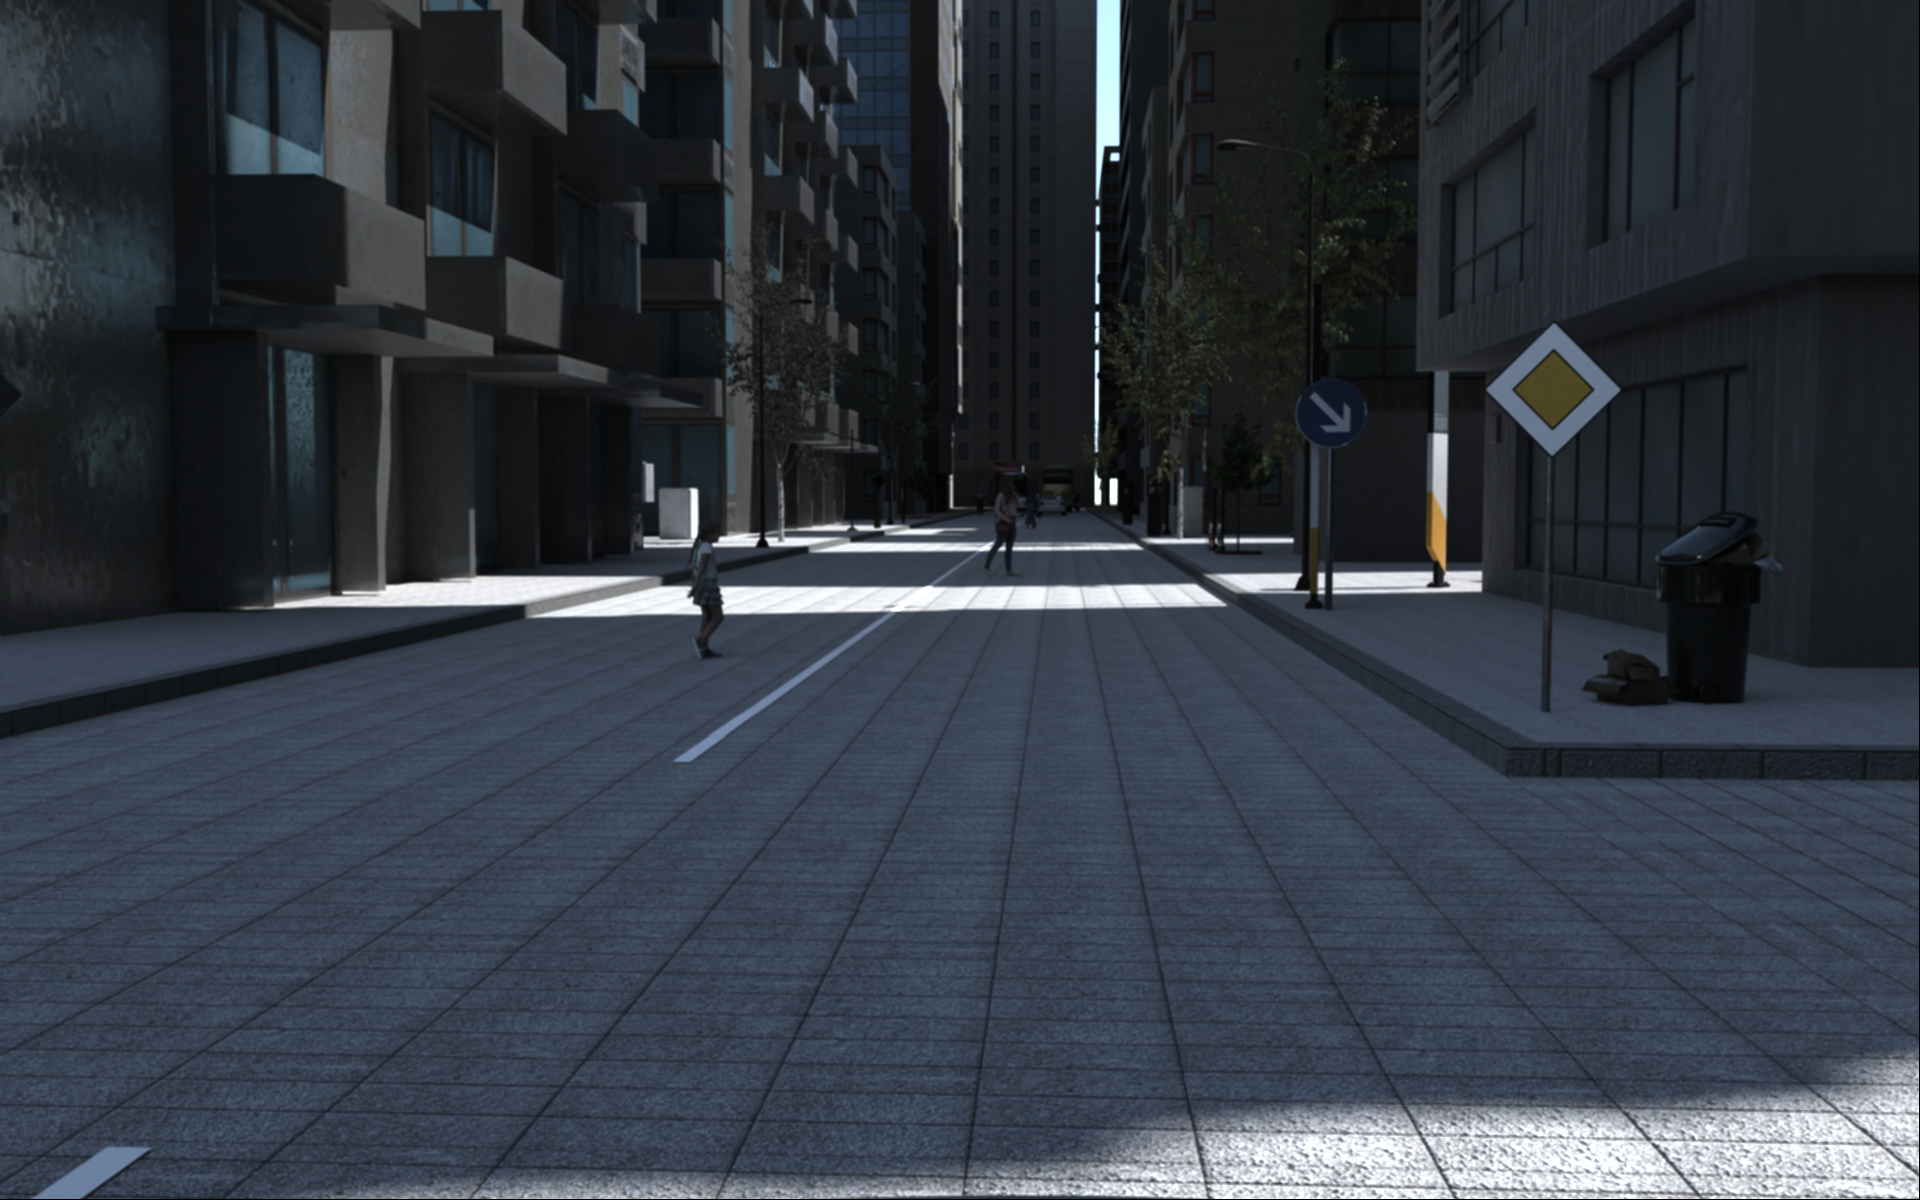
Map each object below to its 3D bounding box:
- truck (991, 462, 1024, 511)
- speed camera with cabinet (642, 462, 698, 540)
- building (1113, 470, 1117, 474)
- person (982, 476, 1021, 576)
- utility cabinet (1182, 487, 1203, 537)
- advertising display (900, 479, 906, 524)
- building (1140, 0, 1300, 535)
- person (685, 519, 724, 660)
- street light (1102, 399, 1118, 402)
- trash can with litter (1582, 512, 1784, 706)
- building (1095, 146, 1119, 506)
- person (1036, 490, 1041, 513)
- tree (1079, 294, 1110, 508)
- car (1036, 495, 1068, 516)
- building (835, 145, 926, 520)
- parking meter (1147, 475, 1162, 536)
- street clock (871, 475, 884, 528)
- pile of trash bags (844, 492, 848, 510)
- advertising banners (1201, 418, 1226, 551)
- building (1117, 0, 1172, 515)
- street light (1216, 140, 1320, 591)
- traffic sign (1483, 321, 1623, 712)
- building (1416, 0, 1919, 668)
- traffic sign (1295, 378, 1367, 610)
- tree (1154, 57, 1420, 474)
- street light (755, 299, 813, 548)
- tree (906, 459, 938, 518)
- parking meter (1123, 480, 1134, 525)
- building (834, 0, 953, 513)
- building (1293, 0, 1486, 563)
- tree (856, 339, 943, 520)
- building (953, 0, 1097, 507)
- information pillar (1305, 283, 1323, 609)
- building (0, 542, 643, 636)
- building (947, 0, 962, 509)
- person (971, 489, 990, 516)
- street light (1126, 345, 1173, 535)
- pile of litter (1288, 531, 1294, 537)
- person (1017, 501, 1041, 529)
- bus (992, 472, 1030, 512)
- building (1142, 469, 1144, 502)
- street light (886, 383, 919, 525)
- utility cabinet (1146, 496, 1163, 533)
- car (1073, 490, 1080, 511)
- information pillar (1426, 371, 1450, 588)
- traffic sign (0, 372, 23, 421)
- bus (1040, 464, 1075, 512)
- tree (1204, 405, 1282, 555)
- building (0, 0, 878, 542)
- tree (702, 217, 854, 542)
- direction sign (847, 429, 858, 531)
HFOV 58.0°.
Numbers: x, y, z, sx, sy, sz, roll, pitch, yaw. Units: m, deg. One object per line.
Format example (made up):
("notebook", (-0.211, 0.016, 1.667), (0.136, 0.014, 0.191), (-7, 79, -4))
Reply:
("truck", (4.341, -10.126, 154.471), (2.839, 4.237, 11.283), (0, 4, 3))
("speed camera with cabinet", (-8.486, -3.357, 49.228), (2.038, 3.252, 0.660), (1, 4, 16))
("building", (24.895, -32.005, 142.896), (23.786, 49.044, 30.456), (0, 4, 3))
("person", (0.729, -1.301, 30.357), (0.643, 1.750, 0.593), (2, 4, 26))
("utility cabinet", (6.851, -2.618, 51.487), (0.318, 1.500, 1.173), (2, 4, 30))
("advertising display", (-2.463, -4.269, 75.017), (0.123, 1.923, 0.974), (-1, 4, -8))
("building", (21.621, -13.604, 67.463), (27.650, 21.520, 28.899), (0, 4, 3))
("person", (-2.279, -0.100, 15.151), (0.382, 1.210, 0.505), (-2, 4, -29))
("street light", (7.631, -6.874, 84.924), (1.470, 5.913, 1.316), (0, 4, 3))
("trash can with litter", (4.432, 0.046, 10.640), (1.055, 1.170, 0.624), (-1, 4, -18))
("building", (26.477, -30.076, 183.623), (23.993, 40.220, 32.217), (0, 4, 3))
("person", (5.551, -6.877, 121.875), (0.436, 1.711, 0.756), (0, 4, 2))
("tree", (6.036, -6.045, 49.205), (4.737, 8.622, 4.395), (0, 3, 0))
("car", (6.135, -6.300, 115.367), (2.083, 1.381, 4.827), (0, 4, 3))
("building", (-16.880, -15.666, 101.182), (27.650, 21.520, 28.899), (0, 4, 3))
("parking meter", (5.918, -2.870, 52.637), (0.399, 1.863, 0.255), (3, 5, 43))
("street clock", (-3.115, -3.713, 65.269), (0.471, 2.002, 0.358), (-3, 4, -37))
("pile of trash bags", (-7.169, -4.596, 84.897), (3.447, 1.369, 1.912), (1, 4, 11))
("advertising banners", (5.728, -2.635, 39.269), (0.090, 3.025, 2.074), (0, 4, -6))
("building", (21.779, -30.174, 117.050), (21.300, 48.544, 21.600), (0, 4, 3))
("street light", (4.062, -3.079, 22.878), (1.470, 5.913, 1.316), (0, 4, 3))
("traffic sign", (3.449, -0.398, 10.146), (0.795, 2.450, 0.064), (0, 4, 3))
("building", (12.425, -20.230, 14.358), (14.086, 41.232, 14.154), (0, 4, 3))
("traffic sign", (4.087, -1.164, 19.130), (0.768, 2.556, 0.104), (1, 4, 13))
("tree", (5.669, -4.811, 29.024), (4.737, 8.622, 4.395), (0, 3, 0))
("street light", (-4.201, -4.209, 41.355), (1.470, 5.913, 1.316), (0, 4, 3))
("tree", (-2.251, -6.082, 94.048), (1.663, 3.219, 1.824), (0, 3, 0))
("parking meter", (7.027, -4.080, 72.417), (0.399, 1.863, 0.255), (2, 4, 32))
("building", (-7.883, -28.840, 121.640), (14.600, 45.320, 14.200), (0, 4, 3))
("building", (14.323, -16.295, 38.117), (14.160, 30.474, 14.107), (0, 4, 3))
("tree", (-3.092, -8.121, 83.148), (4.737, 8.622, 4.395), (0, 3, 0))
("building", (-0.096, -39.011, 179.828), (28.212, 58.520, 21.231), (0, 4, 3))
("information pillar", (4.011, -1.722, 19.504), (0.183, 3.616, 0.504), (1, 4, 13))
("building", (-17.528, -24.848, 25.871), (23.786, 49.044, 30.456), (0, 4, 3))
("building", (-13.512, -34.103, 146.828), (27.495, 52.752, 28.713), (0, 4, 3))
("person", (1.328, -6.347, 113.010), (1.217, 1.736, 0.721), (-1, 4, -10))
("street light", (5.945, -4.989, 54.114), (1.470, 5.913, 1.316), (0, 4, 3))
("pile of litter", (10.311, -2.295, 51.492), (1.176, 0.858, 1.719), (2, 4, 33))
("person", (2.831, -3.509, 71.376), (1.012, 1.151, 0.738), (0, 4, 4))
("bus", (4.292, -8.913, 140.582), (2.948, 3.499, 13.247), (0, 4, 3))
("building", (20.916, -40.158, 94.830), (20.563, 71.187, 20.611), (0, 4, 3))
("street light", (-2.391, -6.117, 72.558), (1.470, 5.913, 1.316), (0, 4, 3))
("utility cabinet", (6.372, -2.792, 56.817), (0.306, 1.237, 1.020), (-1, 4, -9))
("car", (9.256, -8.596, 149.223), (2.281, 1.827, 5.304), (0, 4, 2))
("information pillar", (6.543, -1.979, 23.706), (0.183, 3.616, 0.504), (3, 5, 40))
("traffic sign", (-6.178, -0.433, 10.726), (0.795, 2.450, 0.064), (0, 4, 3))
("bus", (7.848, -9.047, 139.461), (2.896, 3.916, 12.252), (0, 4, 3))
("tree", (5.860, -2.593, 37.000), (1.663, 3.219, 1.824), (0, 3, 0))
("building", (-15.834, -27.193, 64.221), (23.786, 49.044, 30.456), (0, 4, 3))
("tree", (-4.786, -5.856, 46.103), (4.360, 8.622, 3.978), (0, 3, 0))
("direction sign", (-3.787, -4.207, 60.778), (0.379, 3.537, 0.876), (0, 4, -5))
